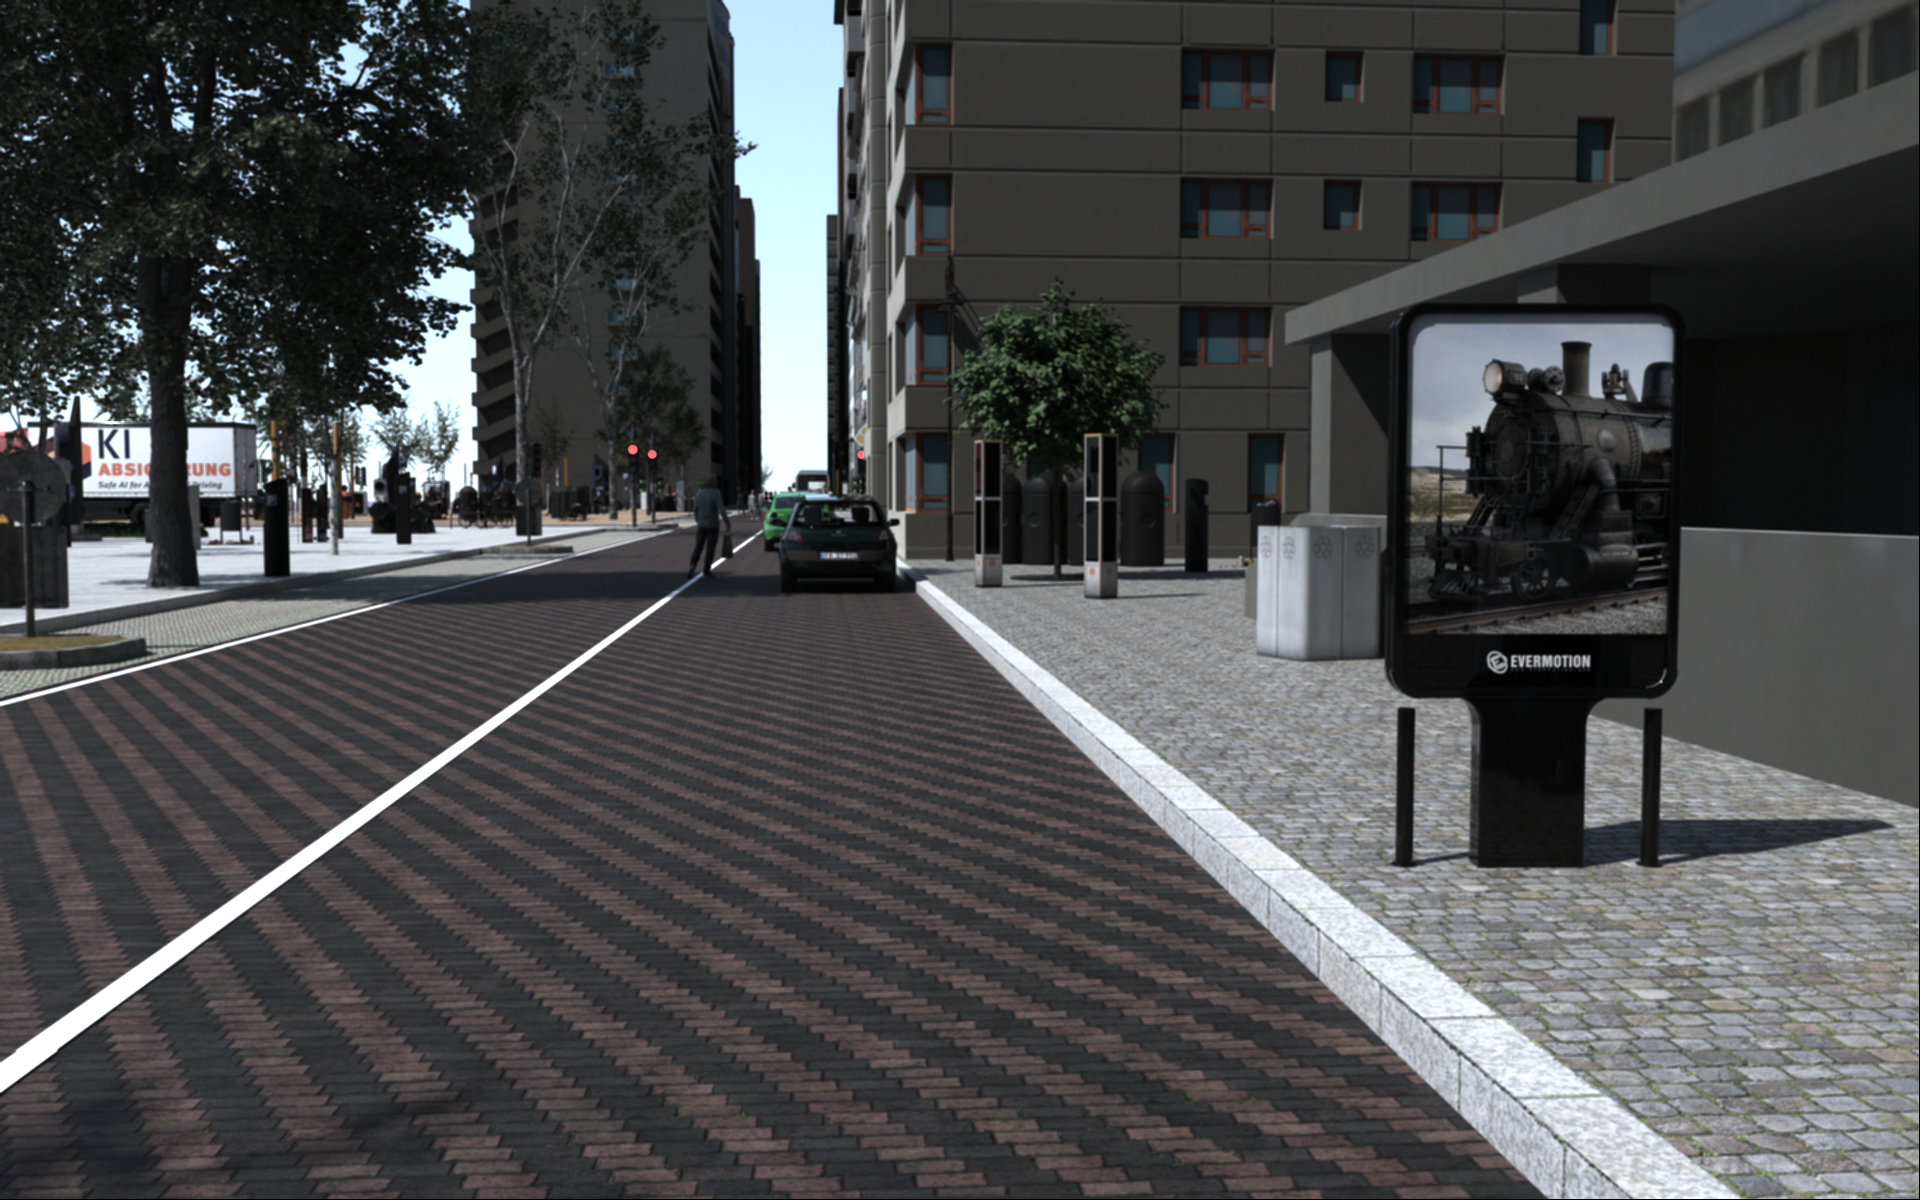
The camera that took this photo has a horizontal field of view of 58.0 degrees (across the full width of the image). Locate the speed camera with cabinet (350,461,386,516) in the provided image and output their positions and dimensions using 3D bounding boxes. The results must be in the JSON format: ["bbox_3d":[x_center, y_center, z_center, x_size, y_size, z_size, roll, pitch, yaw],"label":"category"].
[{"bbox_3d":[-34.833,-6.576,101.849,2.038,3.252,0.660,-1,4,-15],"label":"speed camera with cabinet"}]

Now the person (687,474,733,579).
[{"bbox_3d":[-4.195,-1.240,29.264,0.782,1.767,0.515,2,4,25],"label":"person"}]

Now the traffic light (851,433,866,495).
[{"bbox_3d":[-4.286,-5.275,75.171,0.839,4.253,0.868,0,4,-5],"label":"traffic light"}]

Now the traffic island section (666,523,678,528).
[{"bbox_3d":[-13.206,-3.196,74.540,2.009,0.180,2.903,0,4,-5],"label":"traffic island section"}]

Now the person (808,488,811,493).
[{"bbox_3d":[-9.383,-6.093,108.472,0.624,1.780,0.694,2,4,34],"label":"person"}]

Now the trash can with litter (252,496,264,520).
[{"bbox_3d":[-34.068,-4.470,84.475,1.055,1.170,0.624,3,5,44],"label":"trash can with litter"}]

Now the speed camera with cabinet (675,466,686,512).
[{"bbox_3d":[-19.752,-7.835,122.434,0.660,3.252,2.038,0,4,-5],"label":"speed camera with cabinet"}]

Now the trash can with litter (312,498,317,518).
[{"bbox_3d":[-34.049,-4.913,91.716,1.055,1.170,0.624,-1,4,-8],"label":"trash can with litter"}]

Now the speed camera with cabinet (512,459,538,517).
[{"bbox_3d":[-24.612,-6.261,96.711,2.038,3.252,0.660,-2,4,-30],"label":"speed camera with cabinet"}]

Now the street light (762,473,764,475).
[{"bbox_3d":[-34.475,-20.189,302.880,0.468,5.910,1.993,0,4,-5],"label":"street light"}]

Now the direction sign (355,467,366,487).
[{"bbox_3d":[-49.741,-9.284,143.797,0.876,3.537,0.379,0,4,-6],"label":"direction sign"}]

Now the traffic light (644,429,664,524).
[{"bbox_3d":[-13.165,-5.229,74.408,0.839,4.253,0.868,0,4,-5],"label":"traffic light"}]

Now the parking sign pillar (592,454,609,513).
[{"bbox_3d":[-24.097,-7.806,116.102,1.447,3.967,1.447,3,4,36],"label":"parking sign pillar"}]

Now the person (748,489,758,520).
[{"bbox_3d":[-11.544,-5.324,96.551,0.512,1.701,0.522,-1,4,-17],"label":"person"}]

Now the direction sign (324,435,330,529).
[{"bbox_3d":[-23.360,-4.395,63.855,0.379,3.537,0.876,-2,4,-26],"label":"direction sign"}]

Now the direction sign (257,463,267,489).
[{"bbox_3d":[-49.847,-8.039,123.434,0.876,3.537,0.379,0,4,4],"label":"direction sign"}]

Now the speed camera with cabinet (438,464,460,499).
[{"bbox_3d":[-33.423,-7.358,114.632,2.038,3.252,0.660,0,4,-7],"label":"speed camera with cabinet"}]

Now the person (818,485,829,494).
[{"bbox_3d":[-6.070,-4.184,76.873,0.622,1.834,0.822,-3,5,-41],"label":"person"}]

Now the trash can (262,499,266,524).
[{"bbox_3d":[-21.199,-2.564,53.575,0.748,1.137,0.748,0,3,0],"label":"trash can"}]

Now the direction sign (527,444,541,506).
[{"bbox_3d":[-19.212,-5.241,77.683,0.876,3.537,0.379,-2,4,-35],"label":"direction sign"}]

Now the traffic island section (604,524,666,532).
[{"bbox_3d":[-12.533,-2.710,66.583,2.009,0.180,2.903,0,4,-5],"label":"traffic island section"}]

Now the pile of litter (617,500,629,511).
[{"bbox_3d":[-26.244,-7.357,134.252,1.176,0.858,1.719,0,4,3],"label":"pile of litter"}]

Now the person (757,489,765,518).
[{"bbox_3d":[-12.174,-5.885,105.553,0.643,1.720,0.563,-1,4,-21],"label":"person"}]

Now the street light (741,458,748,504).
[{"bbox_3d":[-27.591,-15.122,220.039,0.468,5.910,1.993,0,4,-5],"label":"street light"}]

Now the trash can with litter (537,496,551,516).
[{"bbox_3d":[-24.724,-5.565,102.051,1.678,1.210,2.233,2,4,25],"label":"trash can with litter"}]

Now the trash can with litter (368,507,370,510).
[{"bbox_3d":[-47.341,-7.739,137.921,1.055,1.170,0.624,1,4,23],"label":"trash can with litter"}]

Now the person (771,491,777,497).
[{"bbox_3d":[-19.287,-10.446,179.830,0.750,1.759,0.617,-2,4,-32],"label":"person"}]

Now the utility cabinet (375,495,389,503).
[{"bbox_3d":[-31.990,-5.177,95.809,1.020,1.237,0.306,3,5,43],"label":"utility cabinet"}]

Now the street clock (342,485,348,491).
[{"bbox_3d":[-49.614,-8.259,139.596,0.471,2.002,0.358,0,4,-1],"label":"street clock"}]

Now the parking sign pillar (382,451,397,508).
[{"bbox_3d":[-35.281,-7.257,107.129,1.447,3.967,1.447,0,4,7],"label":"parking sign pillar"}]

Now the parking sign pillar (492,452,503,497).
[{"bbox_3d":[-29.667,-7.505,111.172,1.447,3.967,1.447,0,4,-2],"label":"parking sign pillar"}]

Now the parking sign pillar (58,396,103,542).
[{"bbox_3d":[-24.055,-3.570,46.847,1.447,3.967,1.447,-1,4,-20],"label":"parking sign pillar"}]

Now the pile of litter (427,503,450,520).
[{"bbox_3d":[-26.183,-4.403,85.950,1.719,0.858,1.176,2,4,24],"label":"pile of litter"}]

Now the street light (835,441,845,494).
[{"bbox_3d":[-10.891,-11.303,157.587,0.468,5.910,1.993,0,4,-5],"label":"street light"}]

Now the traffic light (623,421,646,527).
[{"bbox_3d":[-12.493,-4.742,66.451,0.839,4.253,0.868,0,4,-5],"label":"traffic light"}]

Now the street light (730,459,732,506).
[{"bbox_3d":[-24.526,-12.995,185.249,0.468,5.910,1.993,0,4,-5],"label":"street light"}]

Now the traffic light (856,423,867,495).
[{"bbox_3d":[-3.614,-4.789,67.215,0.839,4.253,0.868,0,4,-5],"label":"traffic light"}]

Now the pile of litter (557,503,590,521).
[{"bbox_3d":[-18.251,-4.176,82.248,1.719,0.858,1.176,1,4,18],"label":"pile of litter"}]

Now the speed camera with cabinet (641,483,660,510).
[{"bbox_3d":[-24.675,-8.785,137.968,0.660,3.252,2.038,1,4,20],"label":"speed camera with cabinet"}]

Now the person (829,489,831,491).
[{"bbox_3d":[-6.769,-4.985,90.346,0.599,1.781,0.374,1,4,19],"label":"person"}]

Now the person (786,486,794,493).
[{"bbox_3d":[-9.033,-5.189,93.152,0.655,1.846,0.447,-3,4,-36],"label":"person"}]

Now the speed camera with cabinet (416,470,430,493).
[{"bbox_3d":[-42.485,-8.684,136.322,2.038,3.252,0.660,-1,4,-21],"label":"speed camera with cabinet"}]

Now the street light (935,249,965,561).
[{"bbox_3d":[-0.196,-3.680,32.952,0.468,5.910,1.993,0,4,-5],"label":"street light"}]

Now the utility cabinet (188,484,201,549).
[{"bbox_3d":[-17.921,-1.901,39.760,1.173,1.500,0.318,2,4,35],"label":"utility cabinet"}]

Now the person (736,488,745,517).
[{"bbox_3d":[-13.522,-5.999,106.831,0.529,1.795,0.600,1,4,11],"label":"person"}]

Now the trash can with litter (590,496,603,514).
[{"bbox_3d":[-23.854,-6.209,112.897,0.624,1.170,1.055,3,5,40],"label":"trash can with litter"}]

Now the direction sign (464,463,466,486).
[{"bbox_3d":[-36.087,-8.219,126.378,0.379,3.537,0.876,-1,4,-21],"label":"direction sign"}]

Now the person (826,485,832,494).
[{"bbox_3d":[-6.105,-4.358,79.851,0.679,1.850,0.850,3,5,40],"label":"person"}]

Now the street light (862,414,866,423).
[{"bbox_3d":[-4.382,-6.659,81.660,0.468,5.910,1.993,0,4,-5],"label":"street light"}]

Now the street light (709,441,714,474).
[{"bbox_3d":[-21.713,-10.925,151.406,0.468,5.910,1.993,0,4,-5],"label":"street light"}]

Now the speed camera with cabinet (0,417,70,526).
[{"bbox_3d":[-23.829,-3.058,44.330,2.038,3.252,0.660,1,4,13],"label":"speed camera with cabinet"}]

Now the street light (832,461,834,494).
[{"bbox_3d":[-13.654,-13.373,191.434,0.468,5.910,1.993,0,4,-5],"label":"street light"}]

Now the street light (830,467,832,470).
[{"bbox_3d":[-16.503,-15.472,225.750,0.468,5.910,1.993,0,4,-5],"label":"street light"}]

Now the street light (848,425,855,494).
[{"bbox_3d":[-7.238,-8.753,115.905,0.468,5.910,1.993,0,4,-5],"label":"street light"}]
